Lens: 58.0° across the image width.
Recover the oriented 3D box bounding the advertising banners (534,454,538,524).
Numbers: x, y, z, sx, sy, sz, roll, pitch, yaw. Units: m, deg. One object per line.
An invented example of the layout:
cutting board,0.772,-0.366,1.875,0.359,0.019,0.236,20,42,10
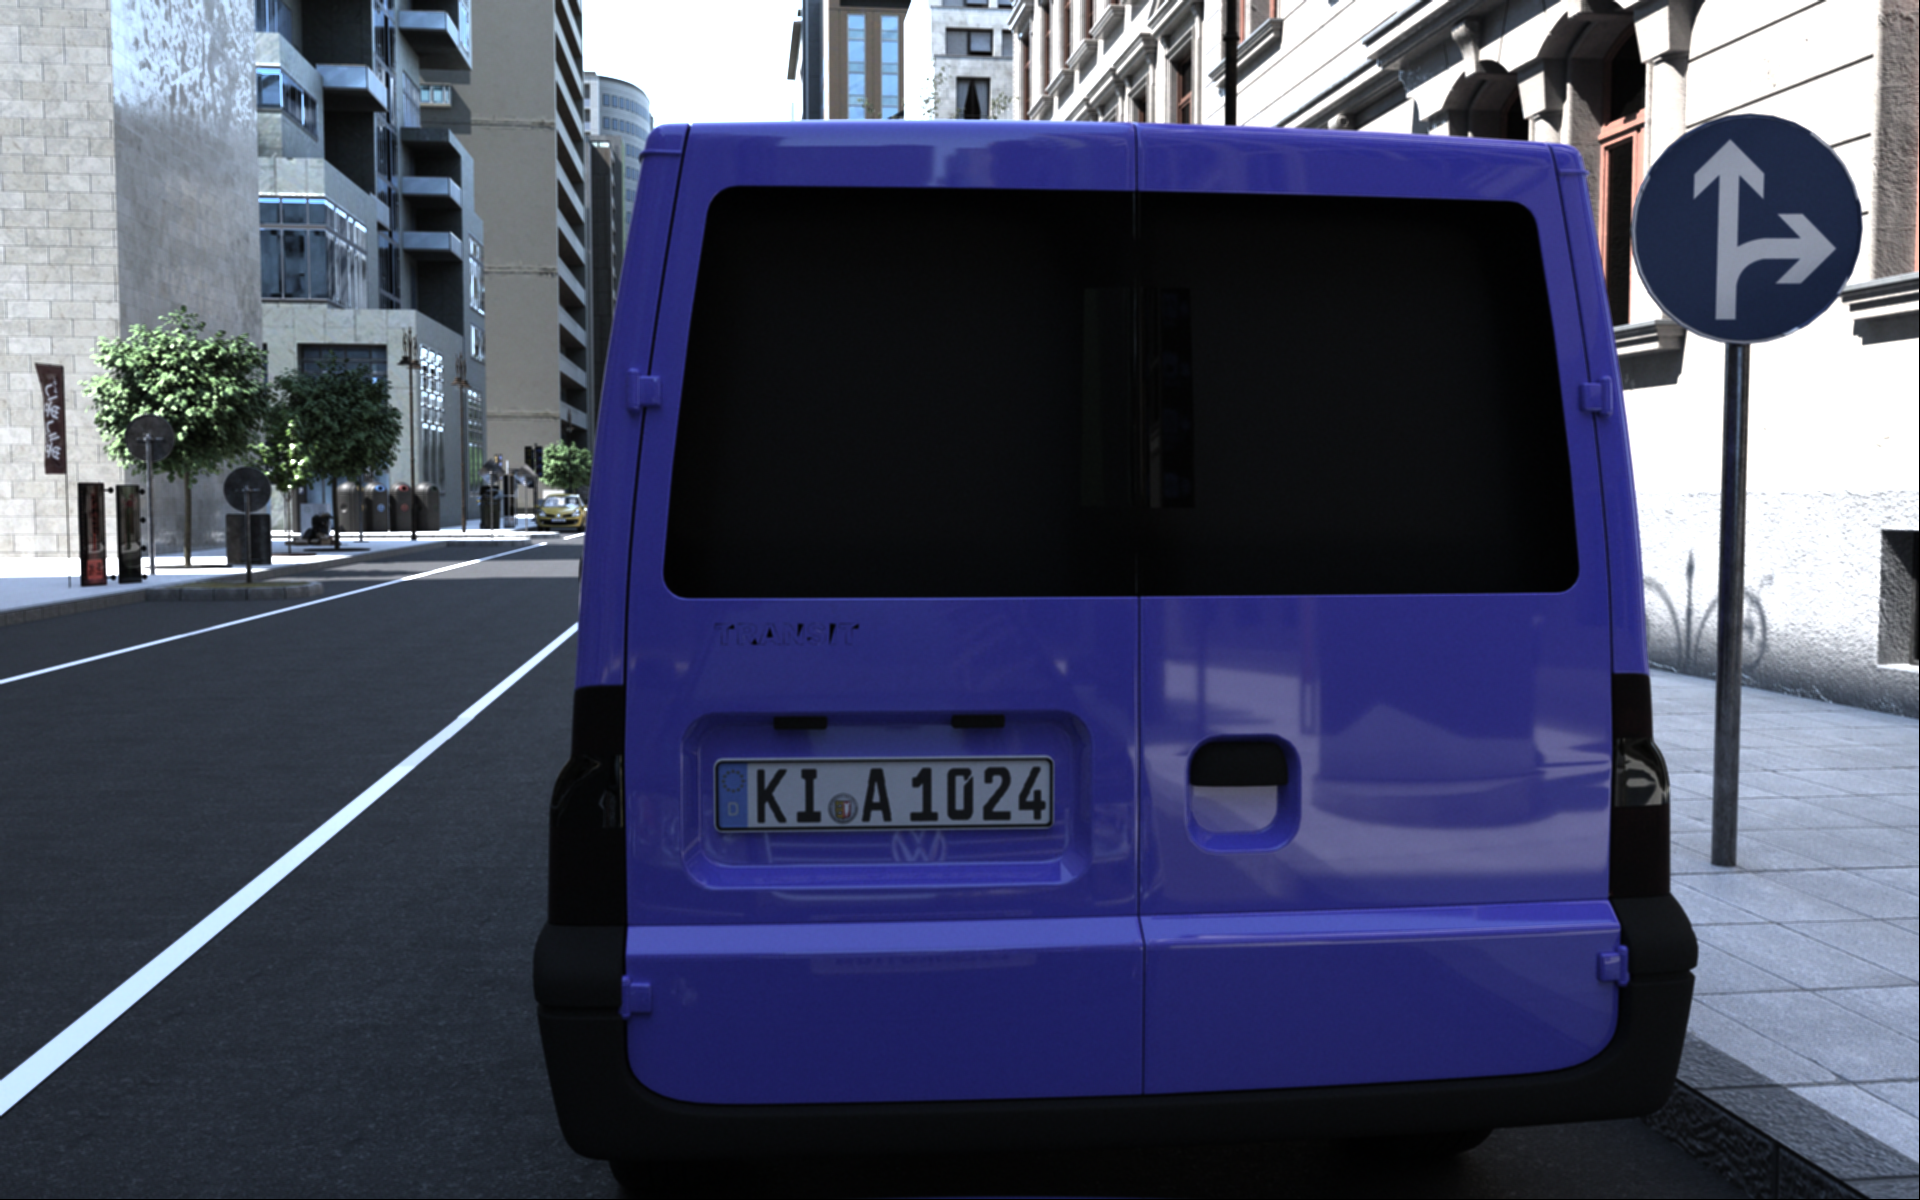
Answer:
advertising banners,-17.919,-4.716,73.287,0.090,3.025,2.074,-1,4,-16

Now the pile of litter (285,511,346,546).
pile of litter,-16.185,-1.805,43.471,1.719,0.858,1.176,3,4,37

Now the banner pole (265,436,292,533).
banner pole,-22.421,-4.087,56.840,0.863,3.779,0.401,-1,4,-18

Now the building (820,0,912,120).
building,-4.239,-30.142,142.934,14.600,45.320,14.200,0,4,-7

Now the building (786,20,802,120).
building,-4.411,-36.902,192.584,28.713,52.752,27.495,0,4,-7

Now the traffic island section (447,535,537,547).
traffic island section,-13.212,-1.624,48.839,2.009,0.180,2.903,0,4,-7

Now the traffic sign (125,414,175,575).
traffic sign,-12.875,-1.678,27.540,0.768,2.556,0.104,0,4,-5

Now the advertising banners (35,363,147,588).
advertising banners,-12.107,-1.711,24.166,0.090,3.025,2.074,1,4,12

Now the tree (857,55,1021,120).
tree,-0.039,-4.838,29.469,4.360,8.622,3.978,0,3,0

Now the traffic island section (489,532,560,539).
traffic island section,-14.222,-2.109,56.760,2.009,0.180,2.903,0,4,-7

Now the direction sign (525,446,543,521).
direction sign,-20.227,-5.520,82.248,0.876,3.537,0.379,1,4,11

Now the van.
van,0.007,-0.057,5.316,2.240,2.365,5.245,0,4,-6

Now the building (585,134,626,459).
building,-44.360,-31.044,191.160,14.154,41.232,14.086,0,4,-7

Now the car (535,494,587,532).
car,-15.264,-3.448,66.590,2.015,1.641,3.980,0,4,-8

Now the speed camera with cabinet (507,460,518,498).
speed camera with cabinet,-26.707,-6.542,101.305,0.660,3.252,2.038,1,4,23

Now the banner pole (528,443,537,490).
banner pole,-21.103,-5.849,85.644,0.863,3.779,0.401,2,4,35

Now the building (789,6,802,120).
building,-18.003,-58.885,275.438,22.319,86.520,31.000,0,4,-7

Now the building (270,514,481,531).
building,-32.009,-46.452,72.156,22.319,86.520,31.000,0,4,-7

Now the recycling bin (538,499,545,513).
recycling bin,-20.714,-4.556,87.047,0.722,1.027,0.722,3,5,40

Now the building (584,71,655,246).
building,-53.760,-42.819,242.083,21.231,58.520,28.212,0,4,-7

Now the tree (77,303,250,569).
tree,-13.486,-2.830,29.981,4.285,4.588,4.351,0,3,0

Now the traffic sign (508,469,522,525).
traffic sign,-18.098,-4.189,70.620,0.606,2.300,0.079,0,4,-2

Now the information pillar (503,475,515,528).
information pillar,-16.989,-3.716,65.241,0.304,2.012,0.304,2,4,31

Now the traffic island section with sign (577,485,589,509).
traffic island section with sign,-17.008,-4.276,78.547,1.989,1.847,2.006,0,4,-7

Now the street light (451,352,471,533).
street light,-16.264,-5.127,56.612,0.468,5.910,1.993,0,4,-7

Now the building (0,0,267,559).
building,-25.638,-11.212,38.074,16.860,20.320,10.420,0,4,-7

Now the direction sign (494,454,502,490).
direction sign,-26.199,-6.506,98.364,0.379,3.537,0.876,-3,5,-41

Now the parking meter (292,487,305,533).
parking meter,-21.662,-3.120,56.730,0.255,1.863,0.399,1,4,22

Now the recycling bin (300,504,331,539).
recycling bin,-17.139,-2.050,46.077,0.722,1.027,0.722,-1,4,-17

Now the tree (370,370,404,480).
tree,-14.172,-3.399,39.290,4.285,4.588,4.351,0,3,0

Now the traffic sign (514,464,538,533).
traffic sign,-14.200,-3.245,56.702,0.795,2.450,0.064,0,4,-7

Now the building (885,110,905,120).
building,-1.109,-16.669,101.415,11.050,23.489,19.941,0,4,-7

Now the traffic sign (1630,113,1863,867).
traffic sign,2.646,-0.356,5.921,0.768,2.556,0.104,0,4,2

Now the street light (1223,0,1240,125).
street light,1.662,-2.317,10.676,0.468,5.910,1.993,0,4,-7

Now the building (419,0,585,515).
building,-36.766,-30.078,115.482,21.300,48.544,21.600,0,4,-7

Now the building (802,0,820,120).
building,-4.363,-38.034,163.852,21.231,58.520,28.212,0,4,-7

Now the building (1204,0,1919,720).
building,11.000,-13.898,14.617,14.401,28.519,23.554,0,4,-7

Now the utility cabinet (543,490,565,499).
utility cabinet,-22.345,-5.304,95.402,1.173,1.500,0.318,0,4,0

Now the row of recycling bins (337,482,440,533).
row of recycling bins,-19.349,-3.148,58.577,3.534,1.692,1.069,-3,5,-44

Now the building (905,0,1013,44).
building,6.768,-12.947,66.439,16.860,20.320,10.420,0,4,-7

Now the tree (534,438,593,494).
tree,-23.390,-7.419,105.012,4.285,4.588,4.351,0,3,0

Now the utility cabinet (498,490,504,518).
utility cabinet,-24.865,-5.126,92.496,1.173,1.500,0.318,2,4,31

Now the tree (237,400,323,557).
tree,-14.033,-2.519,35.794,1.663,3.219,1.824,0,3,0

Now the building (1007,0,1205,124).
building,7.663,-12.294,37.159,11.583,22.565,21.152,0,4,-7

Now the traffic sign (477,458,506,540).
traffic sign,-13.190,-2.761,48.780,0.795,2.450,0.064,0,4,-7

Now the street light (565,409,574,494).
street light,-21.078,-7.389,93.606,0.468,5.910,1.993,0,4,-7

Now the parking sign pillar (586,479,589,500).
parking sign pillar,-25.553,-8.086,120.684,1.447,3.967,1.447,0,4,-5

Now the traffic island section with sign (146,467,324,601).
traffic island section with sign,-10.099,-0.961,24.335,1.989,1.847,2.006,0,4,-7

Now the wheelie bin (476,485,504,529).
wheelie bin,-17.072,-3.374,63.065,0.980,1.594,0.693,-2,4,-31

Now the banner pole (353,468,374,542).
banner pole,-15.963,-3.451,46.437,0.401,3.779,0.863,1,4,13

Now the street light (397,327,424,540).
street light,-15.196,-4.601,48.015,0.468,5.910,1.993,0,4,-7
